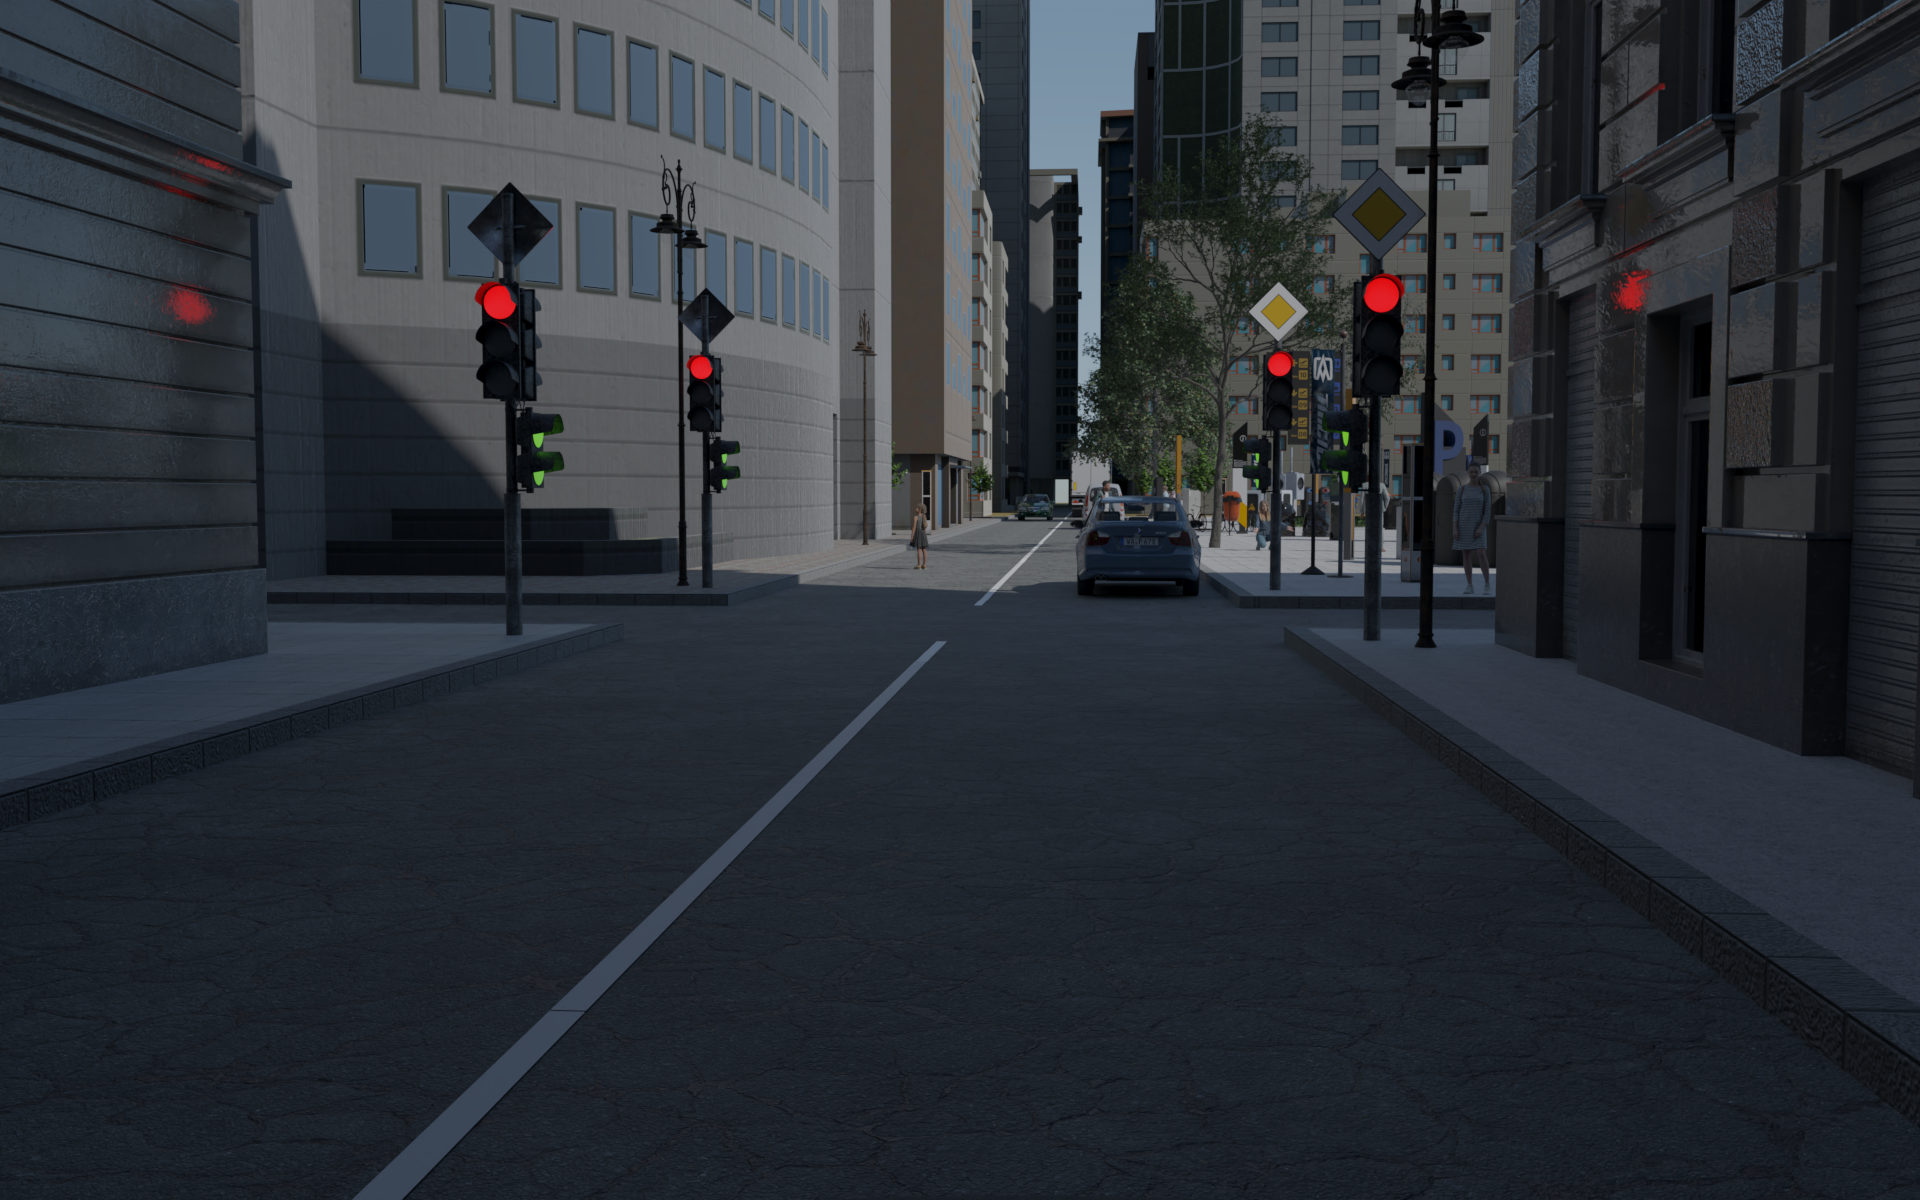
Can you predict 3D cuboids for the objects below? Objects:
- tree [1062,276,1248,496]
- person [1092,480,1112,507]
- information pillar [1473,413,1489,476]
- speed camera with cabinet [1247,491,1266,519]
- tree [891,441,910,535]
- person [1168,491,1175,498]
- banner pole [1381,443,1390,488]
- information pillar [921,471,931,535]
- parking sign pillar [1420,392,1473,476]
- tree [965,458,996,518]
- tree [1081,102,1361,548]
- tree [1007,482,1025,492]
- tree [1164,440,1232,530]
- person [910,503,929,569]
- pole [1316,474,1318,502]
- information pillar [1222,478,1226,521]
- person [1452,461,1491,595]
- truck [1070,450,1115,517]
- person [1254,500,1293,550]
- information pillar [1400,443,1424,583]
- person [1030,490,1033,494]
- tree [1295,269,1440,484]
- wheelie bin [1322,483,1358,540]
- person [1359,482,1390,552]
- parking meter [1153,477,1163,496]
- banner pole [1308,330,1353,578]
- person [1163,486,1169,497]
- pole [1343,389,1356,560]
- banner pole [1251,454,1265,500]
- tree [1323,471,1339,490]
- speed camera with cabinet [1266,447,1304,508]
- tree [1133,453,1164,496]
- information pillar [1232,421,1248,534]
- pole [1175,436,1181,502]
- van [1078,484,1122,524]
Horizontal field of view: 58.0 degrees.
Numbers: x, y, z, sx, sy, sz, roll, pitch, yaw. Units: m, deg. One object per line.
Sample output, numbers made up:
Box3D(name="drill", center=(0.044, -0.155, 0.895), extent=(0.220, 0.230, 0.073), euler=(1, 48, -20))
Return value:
Box3D(name="tree", center=(10.031, -10.535, 89.259), extent=(9.611, 12.733, 9.660), euler=(0, 3, 0))
Box3D(name="person", center=(4.209, -2.525, 49.769), extent=(0.794, 1.824, 0.713), euler=(-1, 4, -16))
Box3D(name="information pillar", center=(15.150, -3.610, 50.379), extent=(0.183, 3.616, 0.504), euler=(-3, 5, -40))
Box3D(name="speed camera with cabinet", center=(14.118, -5.240, 80.005), extent=(2.038, 3.252, 0.660), euler=(2, 4, 29))
Box3D(name="tree", center=(-2.390, -3.665, 54.518), extent=(1.663, 3.219, 1.824), euler=(0, 3, 0))
Box3D(name="person", center=(12.715, -5.961, 104.178), extent=(0.551, 1.740, 0.621), euler=(2, 4, 35))
Box3D(name="banner pole", center=(20.794, -5.802, 84.883), extent=(0.401, 3.779, 0.863), euler=(-1, 4, -22))
Box3D(name="information pillar", center=(-1.056, -3.034, 54.099), extent=(0.304, 2.012, 0.304), euler=(0, 4, -6))
Box3D(name="parking sign pillar", center=(12.865, -3.527, 46.136), extent=(1.447, 3.967, 1.447), euler=(-2, 4, -31))
Box3D(name="tree", center=(1.056, -5.986, 92.477), extent=(1.663, 3.219, 1.824), euler=(0, 3, 0))
Box3D(name="tree", center=(6.424, -6.520, 41.011), extent=(7.601, 10.594, 8.767), euler=(0, 4, 2))
Box3D(name="tree", center=(5.006, -9.741, 153.866), extent=(1.663, 3.219, 1.824), euler=(0, 3, 0))
Box3D(name="tree", center=(8.623, -4.115, 61.876), extent=(1.663, 3.219, 1.824), euler=(0, 3, 0))
Box3D(name="person", center=(-0.790, -1.215, 33.031), extent=(0.362, 1.253, 0.373), euler=(-3, 5, -42))
Box3D(name="pole", center=(15.572, -5.012, 75.795), extent=(0.158, 3.312, 0.155), euler=(0, 3, 0))
Box3D(name="information pillar", center=(12.288, -4.699, 81.320), extent=(0.304, 2.012, 0.304), euler=(-2, 4, -25))
Box3D(name="person", center=(6.605, -0.932, 22.290), extent=(0.512, 1.701, 0.522), euler=(1, 4, 23))
Box3D(name="truck", center=(8.334, -7.356, 109.191), extent=(2.839, 4.237, 11.283), euler=(0, 4, 5))
Box3D(name="person", center=(7.061, -1.700, 39.334), extent=(1.012, 1.151, 0.738), euler=(-1, 4, -8))
Box3D(name="information pillar", center=(6.610, -1.263, 25.136), extent=(0.304, 2.012, 0.304), euler=(-1, 4, -15))
Box3D(name="person", center=(7.230, -10.095, 171.917), extent=(0.721, 1.723, 1.217), euler=(0, 4, 6))
Box3D(name="tree", center=(13.360, -6.491, 56.492), extent=(4.360, 8.622, 3.978), euler=(0, 3, 0))
Box3D(name="wheelie bin", center=(10.548, -2.459, 48.110), extent=(0.980, 1.594, 0.693), euler=(0, 4, 6))
Box3D(name="person", center=(9.176, -1.972, 38.380), extent=(0.635, 1.810, 0.391), euler=(0, 4, -3))
Box3D(name="parking meter", center=(6.931, -3.358, 60.613), extent=(0.255, 1.863, 0.399), euler=(-1, 4, -9))
Box3D(name="banner pole", center=(5.658, -2.230, 26.470), extent=(0.863, 3.779, 0.401), euler=(-2, 4, -29))
Box3D(name="person", center=(7.872, -3.588, 66.524), extent=(0.330, 1.601, 0.589), euler=(2, 4, 26))
Box3D(name="pole", center=(7.563, -2.432, 33.601), extent=(0.158, 3.312, 0.155), euler=(0, 3, 0))
Box3D(name="banner pole", center=(13.296, -5.312, 76.872), extent=(0.863, 3.779, 0.401), euler=(0, 4, -8))
Box3D(name="tree", center=(17.501, -5.130, 78.470), extent=(1.663, 3.219, 1.824), euler=(0, 3, 0))
Box3D(name="speed camera with cabinet", center=(13.777, -4.805, 72.903), extent=(0.660, 3.252, 2.038), euler=(3, 4, 38))
Box3D(name="tree", center=(8.166, -4.575, 69.402), extent=(1.663, 3.219, 1.824), euler=(0, 3, 0))
Box3D(name="information pillar", center=(9.022, -3.940, 55.772), extent=(0.504, 3.616, 0.183), euler=(0, 4, -6))
Box3D(name="pole", center=(7.606, -4.070, 60.384), extent=(0.158, 3.312, 0.155), euler=(0, 3, 0))
Box3D(name="van", center=(5.873, -3.925, 71.186), extent=(2.013, 2.044, 4.112), euler=(0, 4, 3))
